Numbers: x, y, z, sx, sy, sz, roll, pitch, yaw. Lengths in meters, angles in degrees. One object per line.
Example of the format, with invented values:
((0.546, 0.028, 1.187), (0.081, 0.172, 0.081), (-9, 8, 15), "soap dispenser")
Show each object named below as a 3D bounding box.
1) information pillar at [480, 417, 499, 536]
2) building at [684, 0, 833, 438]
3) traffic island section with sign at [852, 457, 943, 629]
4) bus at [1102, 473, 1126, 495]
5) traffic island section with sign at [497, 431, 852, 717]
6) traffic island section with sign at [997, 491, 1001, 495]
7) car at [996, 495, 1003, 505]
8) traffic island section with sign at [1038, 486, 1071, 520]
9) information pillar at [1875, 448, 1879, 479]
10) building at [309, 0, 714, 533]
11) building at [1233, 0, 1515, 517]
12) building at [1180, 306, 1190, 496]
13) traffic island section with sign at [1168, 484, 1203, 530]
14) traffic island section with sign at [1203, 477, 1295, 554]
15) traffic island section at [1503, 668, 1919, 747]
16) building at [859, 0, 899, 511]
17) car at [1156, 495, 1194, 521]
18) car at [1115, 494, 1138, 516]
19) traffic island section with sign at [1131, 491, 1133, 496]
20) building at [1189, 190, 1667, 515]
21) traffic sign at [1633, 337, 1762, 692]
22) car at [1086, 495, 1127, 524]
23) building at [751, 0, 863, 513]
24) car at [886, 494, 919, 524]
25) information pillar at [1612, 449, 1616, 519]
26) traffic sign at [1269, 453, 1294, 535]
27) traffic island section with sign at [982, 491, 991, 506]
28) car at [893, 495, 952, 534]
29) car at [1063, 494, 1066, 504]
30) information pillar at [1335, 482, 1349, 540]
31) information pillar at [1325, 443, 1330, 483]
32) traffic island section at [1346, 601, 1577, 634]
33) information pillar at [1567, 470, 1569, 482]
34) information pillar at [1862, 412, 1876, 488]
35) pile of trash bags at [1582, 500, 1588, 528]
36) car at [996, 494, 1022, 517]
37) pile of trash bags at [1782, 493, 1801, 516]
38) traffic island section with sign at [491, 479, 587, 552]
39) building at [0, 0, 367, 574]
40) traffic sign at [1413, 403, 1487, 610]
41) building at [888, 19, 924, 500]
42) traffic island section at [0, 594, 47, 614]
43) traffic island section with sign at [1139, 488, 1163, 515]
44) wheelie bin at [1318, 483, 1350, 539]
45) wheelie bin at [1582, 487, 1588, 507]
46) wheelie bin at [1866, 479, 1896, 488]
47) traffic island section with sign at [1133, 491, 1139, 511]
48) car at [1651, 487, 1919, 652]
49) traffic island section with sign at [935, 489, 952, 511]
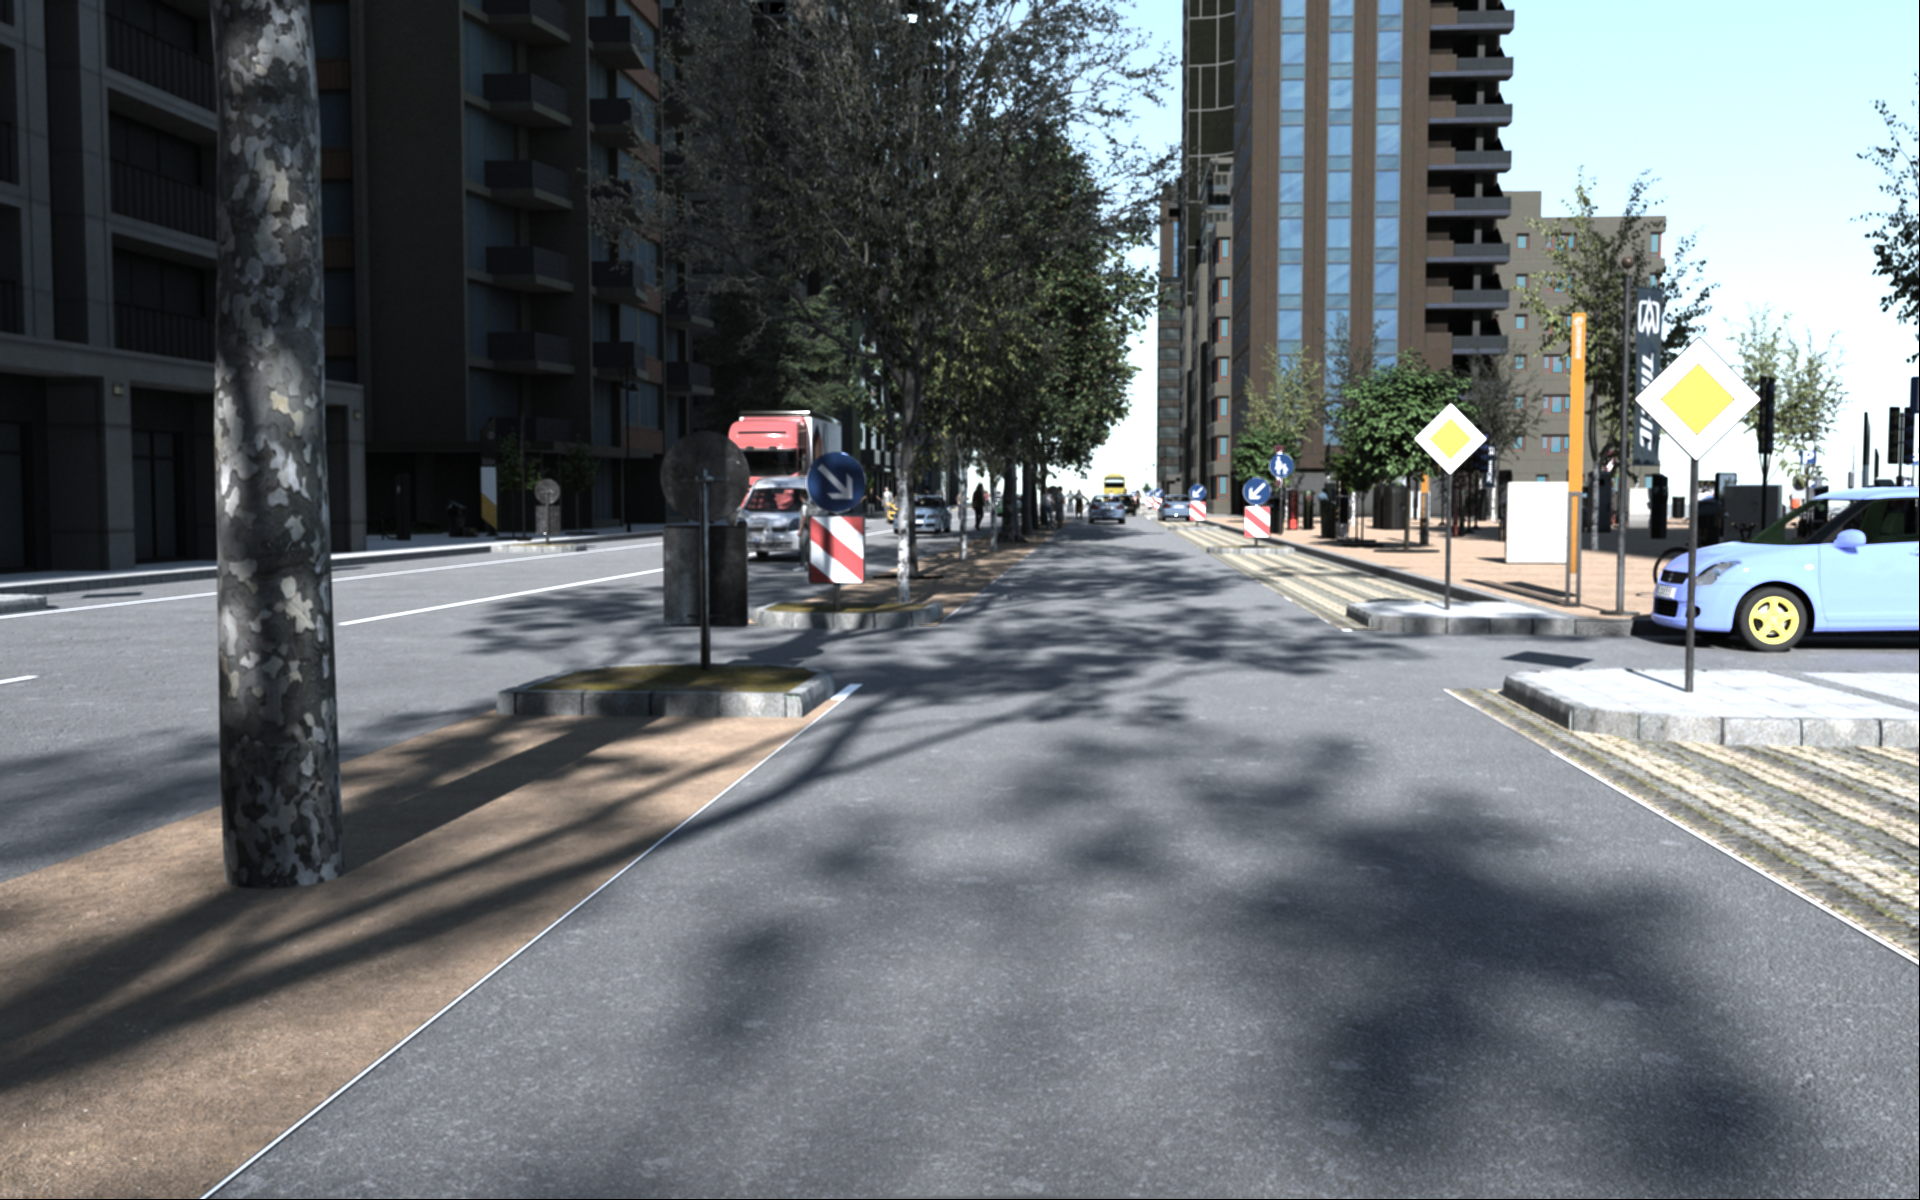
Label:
((-14.337, -3.752, 52.702), (0.504, 3.616, 0.183), (-3, 4, -37), "information pillar")
((-15.624, -20.277, 103.224), (14.160, 30.474, 14.107), (0, 4, 5), "building")
((-1.283, -0.690, 19.416), (2.006, 1.907, 1.989), (0, 4, 5), "traffic island section with sign")
((18.443, -13.181, 207.053), (2.896, 3.916, 12.252), (0, 4, 5), "bus")
((-1.916, -0.238, 12.035), (2.006, 1.907, 1.989), (0, 4, 5), "traffic island section with sign")
((5.223, -13.510, 229.518), (1.989, 1.847, 2.006), (0, 4, 5), "traffic island section with sign")
((4.388, -10.355, 181.666), (2.083, 1.381, 4.827), (0, 4, 6), "car")
((5.030, -5.269, 94.290), (2.006, 1.907, 1.989), (0, 4, 5), "traffic island section with sign")
((46.455, -5.901, 87.840), (0.183, 3.616, 0.504), (1, 4, 12), "information pillar")
((-22.665, -25.428, 70.378), (22.147, 44.769, 28.867), (0, 4, 5), "building")
((23.522, -27.612, 101.563), (14.600, 45.320, 14.200), (0, 4, 5), "building")
((34.032, -18.817, 152.704), (27.650, 21.520, 28.899), (0, 4, 5), "building")
((9.290, -3.682, 68.826), (1.989, 1.847, 2.006), (0, 4, 5), "traffic island section with sign")
((7.013, -2.036, 41.923), (1.989, 1.847, 2.006), (0, 4, 5), "traffic island section with sign")
((4.745, 0.676, 11.235), (2.009, 0.180, 2.903), (0, 4, 5), "traffic island section")
((-16.936, -31.853, 140.398), (23.786, 49.044, 30.456), (0, 4, 5), "building")
((11.419, -4.864, 91.536), (2.014, 1.417, 4.499), (0, 4, 4), "car")
((10.766, -6.399, 114.410), (2.009, 1.686, 4.222), (0, 4, 5), "car")
((20.399, -11.730, 200.410), (1.989, 1.847, 2.006), (0, 4, 5), "traffic island section with sign")
((31.188, -17.015, 123.230), (27.650, 21.520, 28.899), (0, 4, 5), "building")
((4.721, -0.460, 11.160), (0.795, 2.450, 0.064), (0, 4, 5), "traffic sign")
((7.112, -4.407, 84.064), (2.014, 1.417, 4.499), (0, 4, 4), "car")
((-14.534, -26.510, 117.029), (14.154, 41.232, 14.086), (0, 4, 5), "building")
((-2.525, -4.528, 84.254), (2.015, 1.641, 3.980), (0, 4, 3), "car")
((33.784, -6.025, 89.867), (0.504, 3.616, 0.183), (-1, 4, -12), "information pillar")
((10.061, -3.312, 54.263), (0.768, 2.556, 0.104), (0, 4, 7), "traffic sign")
((2.904, -11.830, 202.041), (1.989, 1.847, 2.006), (0, 4, 5), "traffic island section with sign")
((-1.344, -3.160, 63.664), (2.014, 1.417, 4.499), (0, 4, 6), "car")
((13.903, -14.309, 242.987), (2.155, 1.783, 4.494), (0, 4, 3), "car")
((10.763, -2.706, 48.733), (0.304, 2.012, 0.304), (0, 4, -5), "information pillar")
((16.774, -5.367, 79.103), (0.183, 3.616, 0.504), (0, 4, -5), "information pillar")
((5.417, 0.189, 19.192), (2.009, 0.180, 2.903), (0, 4, 5), "traffic island section")
((18.461, -2.914, 52.140), (0.304, 2.012, 0.304), (-1, 4, -9), "information pillar")
((25.867, -3.554, 49.469), (0.183, 3.616, 0.504), (3, 4, 39), "information pillar")
((22.084, -3.420, 65.666), (3.447, 1.369, 1.912), (-1, 4, -11), "pile of trash bags")
((3.352, -6.043, 110.608), (2.131, 1.459, 4.920), (0, 4, 6), "car")
((42.453, -4.939, 90.505), (3.447, 1.369, 1.912), (-1, 4, -16), "pile of trash bags")
((-10.487, -2.130, 43.452), (1.989, 1.847, 2.006), (0, 4, 5), "traffic island section with sign")
((-23.903, -36.387, 33.178), (20.563, 71.187, 20.611), (0, 4, 5), "building")
((5.393, -0.946, 19.117), (0.795, 2.450, 0.064), (0, 4, 5), "traffic sign")
((-10.962, -31.331, 162.374), (14.600, 45.320, 14.200), (0, 4, 5), "building")
((-12.411, 0.097, 20.697), (2.009, 0.180, 2.903), (0, 4, 5), "traffic island section")
((13.510, -6.746, 118.923), (1.989, 1.847, 2.006), (0, 4, 5), "traffic island section with sign")
((10.789, -2.583, 50.140), (0.980, 1.594, 0.693), (-1, 4, -21), "wheelie bin")
((26.556, -4.024, 73.694), (0.693, 1.594, 0.980), (-1, 4, -23), "wheelie bin")
((19.427, -1.750, 36.515), (0.980, 1.594, 0.693), (-2, 4, -31), "wheelie bin")
((15.780, -8.389, 145.782), (1.989, 1.847, 2.006), (0, 4, 5), "traffic island section with sign")
((8.517, -0.412, 16.333), (3.694, 1.707, 1.945), (0, 4, 5), "car")
((-1.738, -8.479, 147.266), (1.989, 1.847, 2.006), (0, 4, 5), "traffic island section with sign")
